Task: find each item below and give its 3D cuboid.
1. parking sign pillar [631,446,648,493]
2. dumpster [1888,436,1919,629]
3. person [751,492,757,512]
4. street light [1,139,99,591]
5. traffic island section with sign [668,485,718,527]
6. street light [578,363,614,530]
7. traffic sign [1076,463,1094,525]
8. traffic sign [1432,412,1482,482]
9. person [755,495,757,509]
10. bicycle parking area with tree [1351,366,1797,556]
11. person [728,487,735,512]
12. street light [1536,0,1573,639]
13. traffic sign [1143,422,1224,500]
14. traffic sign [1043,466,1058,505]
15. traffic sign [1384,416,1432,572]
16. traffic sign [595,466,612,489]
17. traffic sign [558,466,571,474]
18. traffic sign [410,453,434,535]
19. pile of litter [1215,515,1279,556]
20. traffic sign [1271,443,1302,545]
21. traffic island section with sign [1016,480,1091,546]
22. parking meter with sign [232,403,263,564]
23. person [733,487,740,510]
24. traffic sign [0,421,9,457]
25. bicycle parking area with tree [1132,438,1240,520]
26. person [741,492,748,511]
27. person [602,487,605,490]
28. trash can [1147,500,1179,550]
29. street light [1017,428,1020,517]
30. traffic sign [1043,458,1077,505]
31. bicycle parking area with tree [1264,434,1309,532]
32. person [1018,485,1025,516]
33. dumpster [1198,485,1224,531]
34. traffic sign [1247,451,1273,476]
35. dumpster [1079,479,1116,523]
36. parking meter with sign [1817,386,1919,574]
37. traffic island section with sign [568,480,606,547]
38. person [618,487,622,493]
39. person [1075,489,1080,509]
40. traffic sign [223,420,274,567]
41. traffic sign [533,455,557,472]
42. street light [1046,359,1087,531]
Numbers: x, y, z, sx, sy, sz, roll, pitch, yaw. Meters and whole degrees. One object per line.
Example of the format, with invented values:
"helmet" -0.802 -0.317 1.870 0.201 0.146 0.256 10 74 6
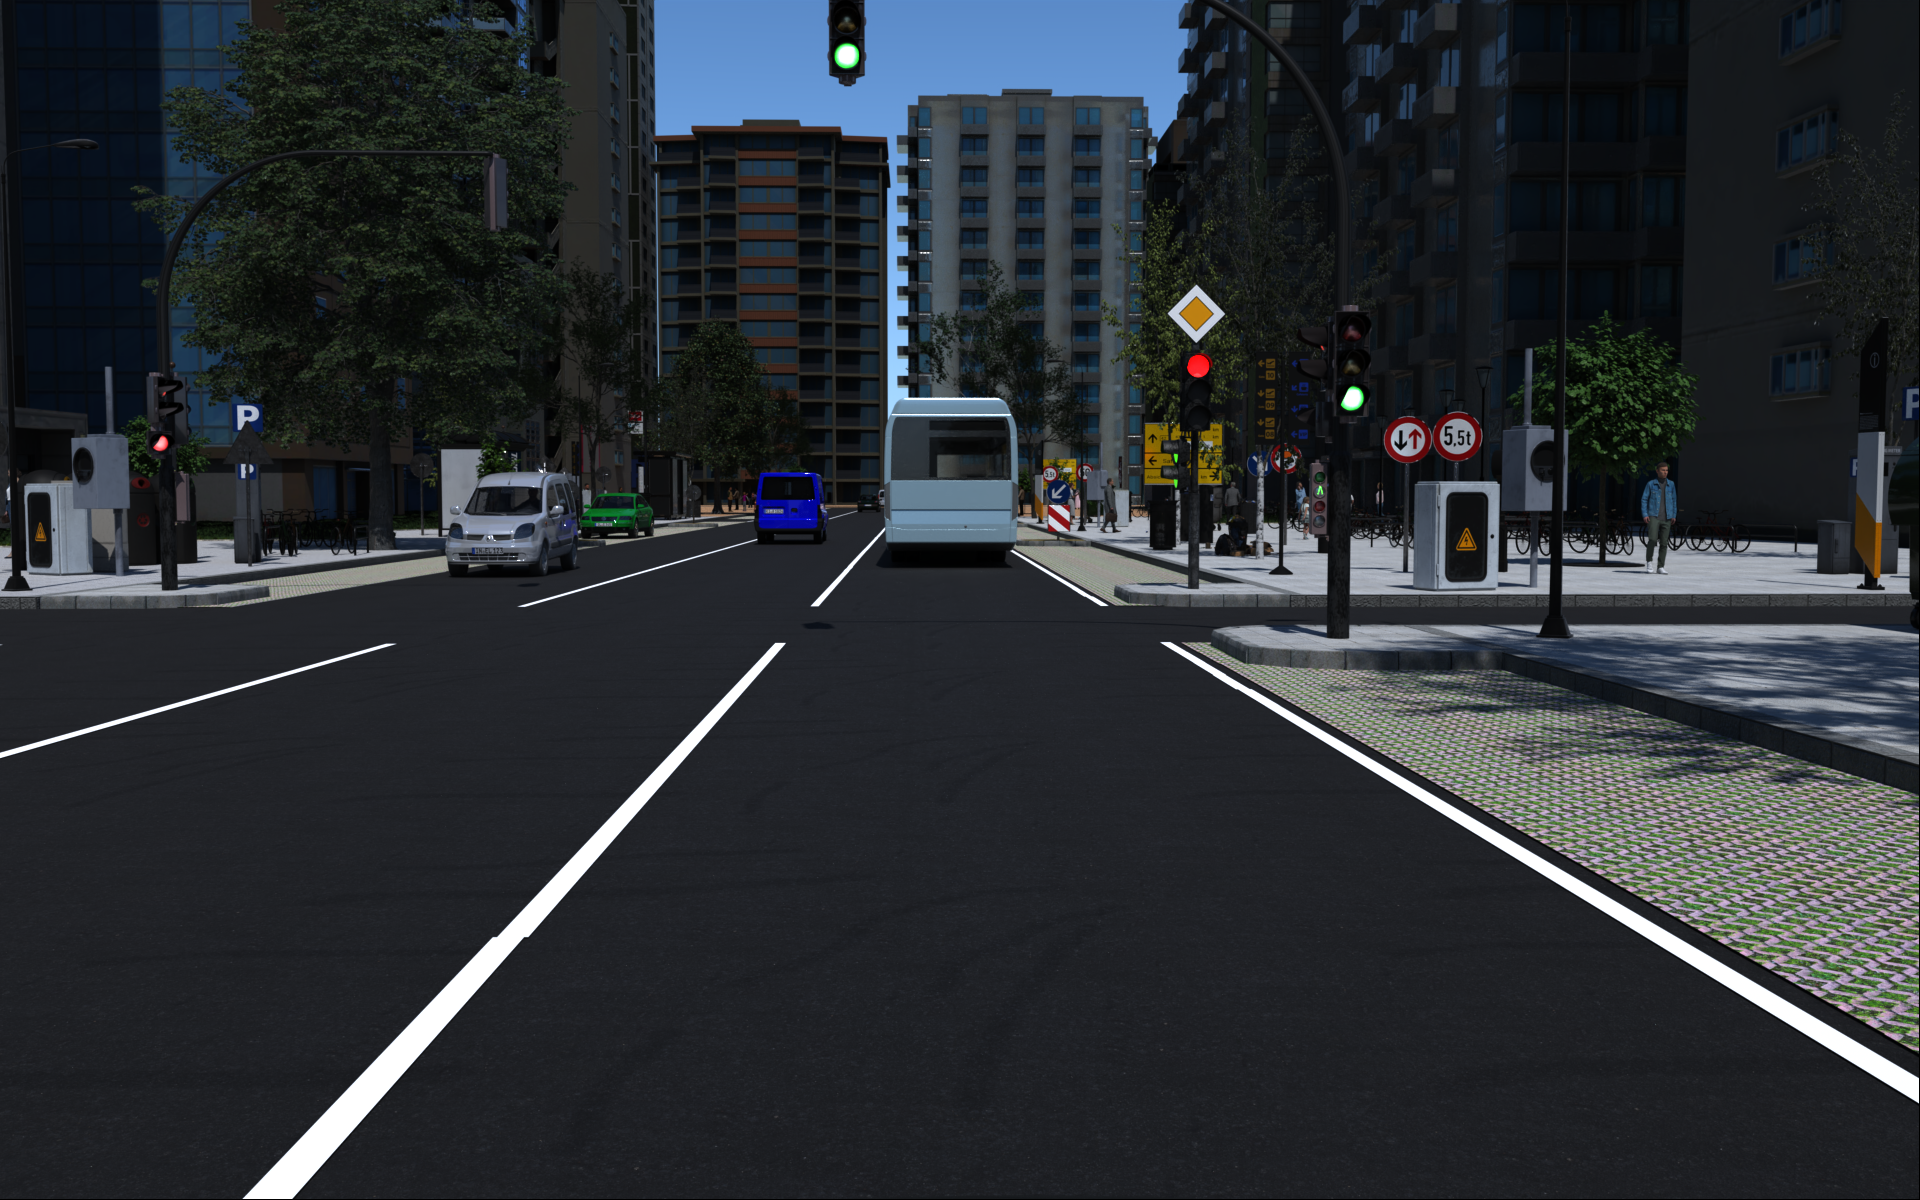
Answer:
"parking sign pillar" -17.700 -6.612 96.585 1.447 3.967 1.447 2 4 25
"dumpster" 9.630 -0.802 15.614 1.502 2.255 1.985 0 4 -2
"person" -14.943 -7.138 125.988 0.421 1.427 0.697 1 4 17
"street light" -11.978 -3.075 22.820 1.470 5.913 1.316 0 4 -1
"traffic island section with sign" -11.539 -4.065 75.087 1.989 1.847 2.006 0 4 -1
"street light" -12.947 -5.441 61.497 1.470 5.913 1.316 0 4 -1
"traffic sign" 5.147 -4.359 71.368 0.768 2.556 0.104 0 4 8
"traffic sign" 7.679 -1.635 26.835 0.768 2.556 0.104 0 4 1
"person" -17.681 -8.660 150.855 0.991 1.433 0.599 2 4 35
"bicycle parking area with tree" 14.207 -3.248 40.108 8.231 4.147 9.016 0 4 -6
"person" -16.656 -7.315 125.731 0.705 1.812 1.348 1 4 9
"street light" 4.800 -2.619 15.363 1.470 5.913 1.316 0 4 -1
"traffic sign" 6.325 -3.378 49.107 2.265 3.308 0.079 0 4 5
"traffic sign" 4.021 -4.734 77.503 0.768 2.556 0.104 0 4 3
"traffic sign" 7.324 -1.730 28.397 0.768 2.556 0.104 0 4 8
"traffic sign" -16.400 -4.866 79.669 0.768 2.556 0.104 0 4 6
"traffic sign" -18.834 -5.059 82.453 0.795 2.593 0.064 0 4 6
"traffic sign" -16.695 -3.280 53.730 0.768 2.556 0.104 0 4 7
"pile of litter" 6.058 -1.369 36.356 1.719 0.858 1.176 -2 4 -27
"traffic sign" 8.152 -2.645 43.348 0.768 2.556 0.104 0 4 7
"traffic island section with sign" 2.568 -2.410 48.029 1.989 1.847 2.006 0 4 -1
"parking meter with sign" -13.459 -2.228 32.688 0.543 3.016 1.738 -1 4 -19
"person" -17.964 -8.141 139.163 0.705 1.823 1.348 1 4 18
"traffic sign" -15.551 -1.683 27.624 0.768 2.556 0.104 0 4 1
"bicycle parking area with tree" 12.638 -5.814 82.065 8.231 4.147 9.016 1 4 15
"person" -16.101 -7.326 129.039 0.991 1.433 0.599 3 4 39
"person" -25.611 -7.240 124.426 0.705 1.824 1.348 -3 4 -36
"trash can" 4.663 -1.721 39.797 0.748 1.137 0.748 0 3 0
"street light" 2.716 -7.699 98.425 1.470 5.913 1.316 0 4 -1
"traffic sign" 5.544 -6.423 98.889 2.265 3.308 0.079 0 4 1
"bicycle parking area with tree" 14.331 -3.849 49.936 9.016 4.147 8.231 2 4 33
"person" 3.608 -5.906 102.614 0.705 1.823 1.348 1 4 20
"dumpster" 8.575 -3.384 61.087 1.264 1.857 1.865 0 4 -1
"traffic sign" 8.784 -3.098 50.760 0.768 2.556 0.104 0 4 1
"dumpster" 6.123 -4.557 77.007 1.502 2.255 1.985 0 4 -1
"parking meter with sign" 14.685 -1.933 27.866 1.738 3.016 0.543 -1 4 -15
"traffic island section with sign" -10.848 -2.390 47.703 1.989 1.847 2.006 0 4 -1
"person" -26.022 -7.767 133.051 0.705 1.822 1.348 1 4 15
"person" 9.912 -8.506 145.792 0.551 1.740 0.621 -3 5 -43
"traffic sign" -12.561 -1.869 30.570 0.884 2.594 0.081 0 4 -1
"traffic sign" -13.978 -3.582 58.299 0.795 2.593 0.064 0 4 -1
"street light" 3.670 -5.334 59.748 1.470 5.913 1.316 0 4 -1
